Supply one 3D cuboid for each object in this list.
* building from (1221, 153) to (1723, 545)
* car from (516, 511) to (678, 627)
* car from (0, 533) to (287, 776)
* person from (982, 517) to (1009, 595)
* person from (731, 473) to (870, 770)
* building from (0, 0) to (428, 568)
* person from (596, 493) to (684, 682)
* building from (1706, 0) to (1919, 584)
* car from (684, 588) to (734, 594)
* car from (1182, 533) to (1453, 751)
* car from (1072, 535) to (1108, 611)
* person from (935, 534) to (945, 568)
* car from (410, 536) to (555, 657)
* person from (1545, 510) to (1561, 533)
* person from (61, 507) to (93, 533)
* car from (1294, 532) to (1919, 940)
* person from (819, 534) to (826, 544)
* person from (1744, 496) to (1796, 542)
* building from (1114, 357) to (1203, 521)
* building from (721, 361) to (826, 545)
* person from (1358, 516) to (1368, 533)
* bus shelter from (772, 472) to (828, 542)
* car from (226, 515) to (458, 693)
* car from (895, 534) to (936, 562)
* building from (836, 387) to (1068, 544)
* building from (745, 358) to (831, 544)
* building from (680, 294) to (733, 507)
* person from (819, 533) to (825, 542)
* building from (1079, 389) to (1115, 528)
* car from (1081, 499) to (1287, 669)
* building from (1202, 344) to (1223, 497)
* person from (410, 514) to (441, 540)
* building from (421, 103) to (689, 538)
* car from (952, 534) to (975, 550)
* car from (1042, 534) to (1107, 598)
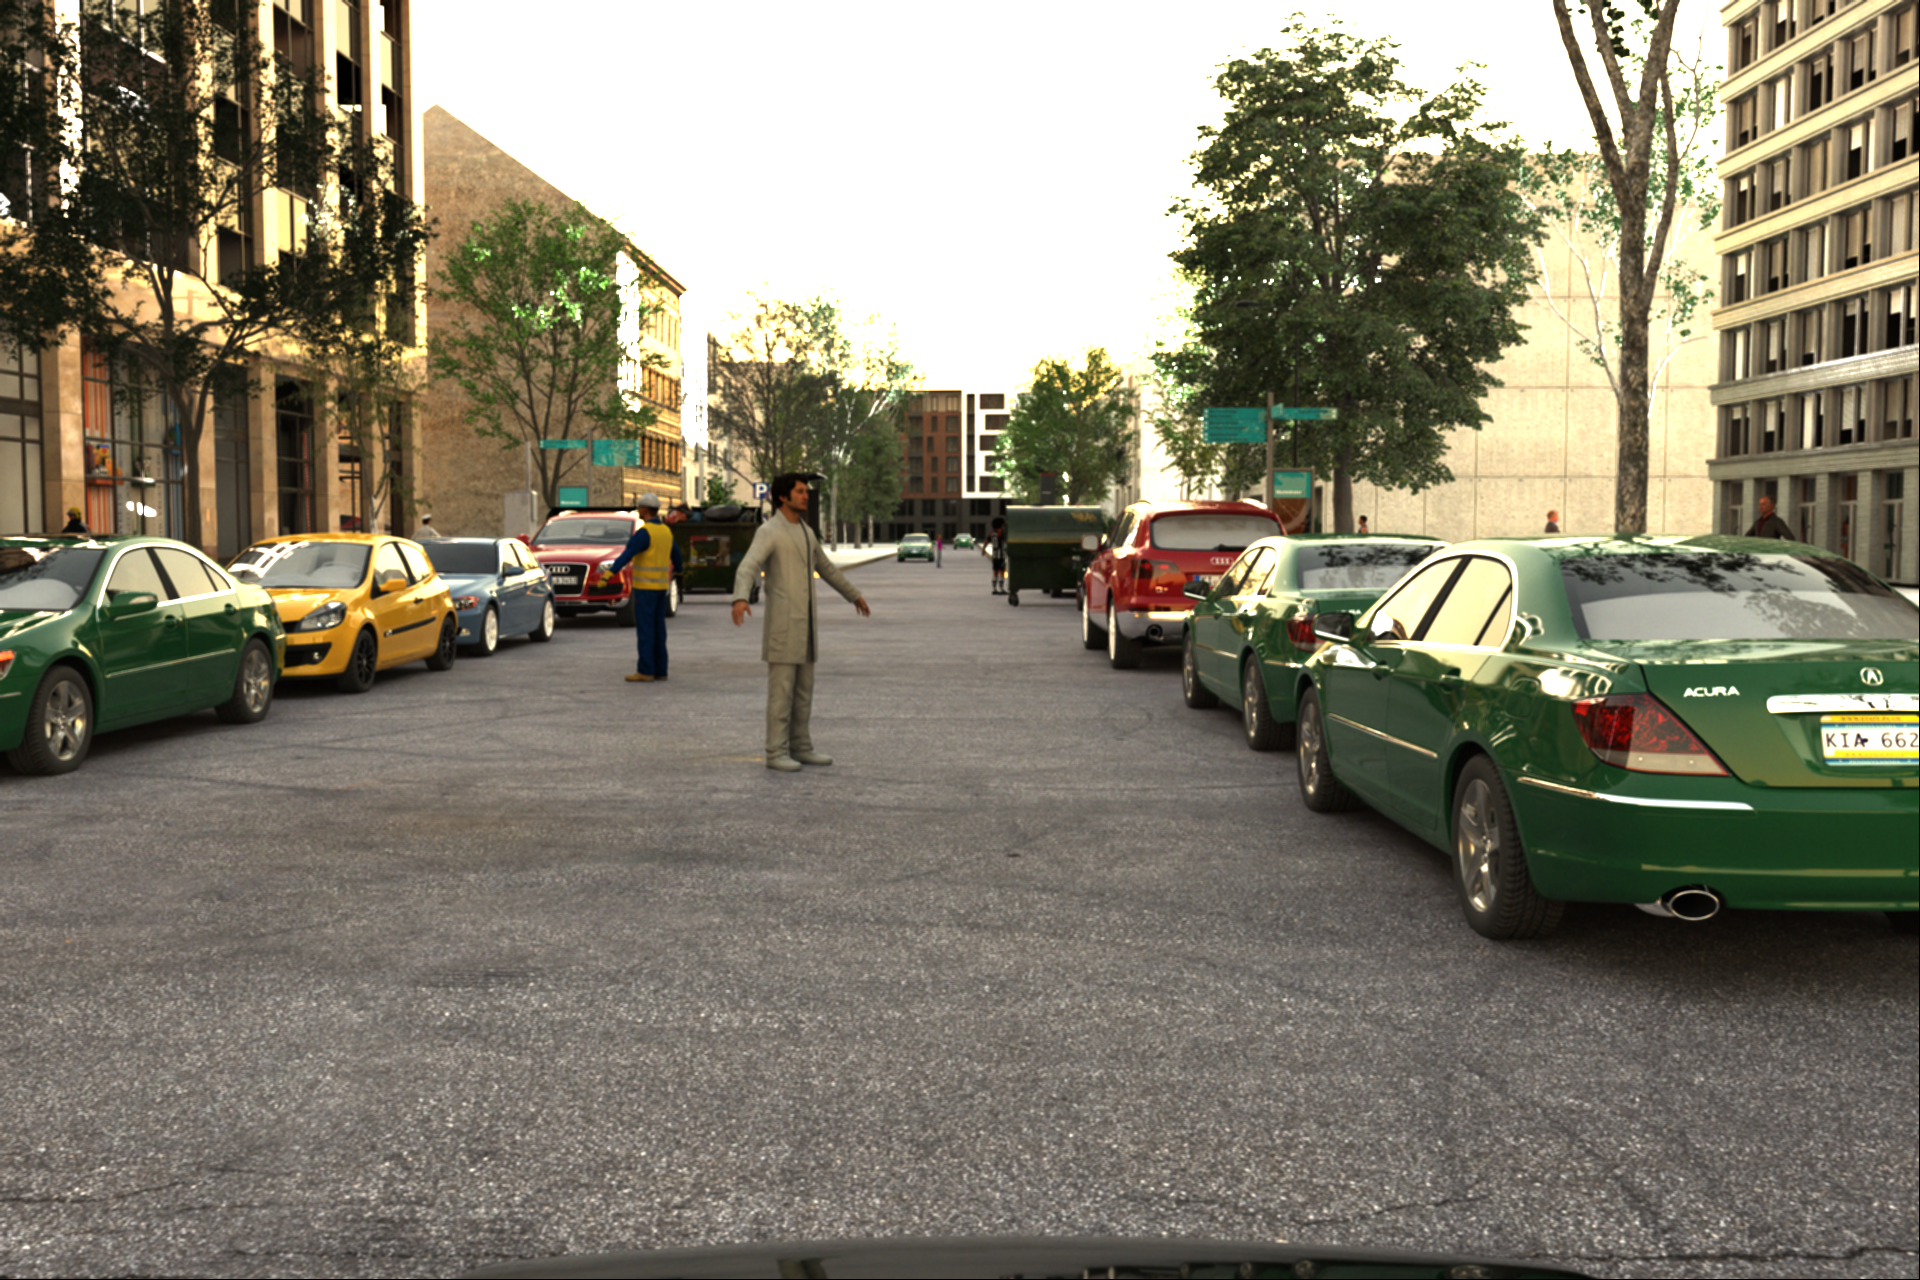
[{"bbox_3d":[24.108,-13.628,89.269,16.747,18.905,31.486,0,4,1],"label":"building"},{"bbox_3d":[-5.946,-1.205,28.369,2.281,1.827,5.304,0,4,1],"label":"car"},{"bbox_3d":[-6.233,0.001,11.780,2.131,1.459,4.920,0,3,0],"label":"car"},{"bbox_3d":[0.940,-1.977,40.925,0.704,1.843,1.345,-3,5,-42],"label":"person"},{"bbox_3d":[-1.015,-0.123,10.649,0.705,1.806,1.347,2,4,31],"label":"person"},{"bbox_3d":[-31.709,-17.231,47.957,22.709,31.103,35.509,0,4,1],"label":"building"},{"bbox_3d":[-3.052,-0.520,16.925,0.705,1.833,1.349,2,4,25],"label":"person"},{"bbox_3d":[26.412,-12.023,43.256,8.464,21.280,15.925,0,4,1],"label":"building"},{"bbox_3d":[-6.226,-1.993,42.812,2.015,1.641,3.980,0,3,0],"label":"car"},{"bbox_3d":[2.806,-0.066,12.882,2.131,1.459,4.920,0,4,-1],"label":"car"},{"bbox_3d":[3.060,-1.308,31.178,2.009,1.686,4.222,0,4,-1],"label":"car"},{"bbox_3d":[-0.832,-3.795,73.764,0.599,1.433,0.991,1,4,16],"label":"person"},{"bbox_3d":[-6.337,-0.598,21.781,2.014,1.417,4.499,0,4,0],"label":"car"},{"bbox_3d":[11.966,-1.728,34.851,0.434,1.755,0.990,1,4,16],"label":"person"},{"bbox_3d":[-18.728,-1.889,36.650,1.351,1.858,0.704,1,4,16],"label":"person"},{"bbox_3d":[2.728,0.259,7.558,2.131,1.459,4.920,0,4,-1],"label":"car"},{"bbox_3d":[-6.083,-4.101,73.770,0.721,1.740,1.216,2,4,29],"label":"person"},{"bbox_3d":[11.051,-1.077,23.795,0.705,1.807,1.348,-1,4,-18],"label":"person"},{"bbox_3d":[25.817,-19.261,181.377,16.747,18.905,31.486,0,4,1],"label":"building"},{"bbox_3d":[-24.424,-19.976,193.061,16.747,18.905,31.486,0,4,-1],"label":"building"},{"bbox_3d":[11.469,-2.648,49.458,0.704,1.807,1.345,1,4,15],"label":"person"},{"bbox_3d":[-6.290,-4.725,68.543,1.731,3.624,6.357,0,4,0],"label":"bus shelter"},{"bbox_3d":[-6.200,-0.402,16.800,2.015,1.641,3.980,0,4,0],"label":"car"},{"bbox_3d":[-2.269,-4.785,90.034,2.131,1.459,4.920,0,4,1],"label":"car"},{"bbox_3d":[-0.749,-24.884,253.279,32.646,21.610,27.936,0,4,5],"label":"building"},{"bbox_3d":[-26.451,-24.154,225.846,19.493,23.208,18.063,0,4,1],"label":"building"},{"bbox_3d":[-28.508,-16.523,136.610,16.747,18.905,31.486,0,4,0],"label":"building"},{"bbox_3d":[-7.257,-4.961,87.340,0.704,1.802,1.346,2,4,29],"label":"person"},{"bbox_3d":[24.190,-24.289,228.050,19.493,23.208,18.063,0,3,0],"label":"building"},{"bbox_3d":[2.586,-0.689,19.939,2.281,1.827,5.304,0,4,-1],"label":"car"},{"bbox_3d":[23.624,-16.798,131.065,16.016,20.090,11.380,0,4,1],"label":"building"},{"bbox_3d":[-13.231,-2.245,43.170,1.216,1.778,0.721,1,4,17],"label":"person"},{"bbox_3d":[-26.544,-16.325,97.849,19.493,23.208,18.063,0,4,1],"label":"building"},{"bbox_3d":[0.338,-9.045,159.689,2.131,1.459,4.920,0,3,0],"label":"car"},{"bbox_3d":[2.928,-1.758,40.542,2.131,1.459,4.920,0,4,-1],"label":"car"}]
